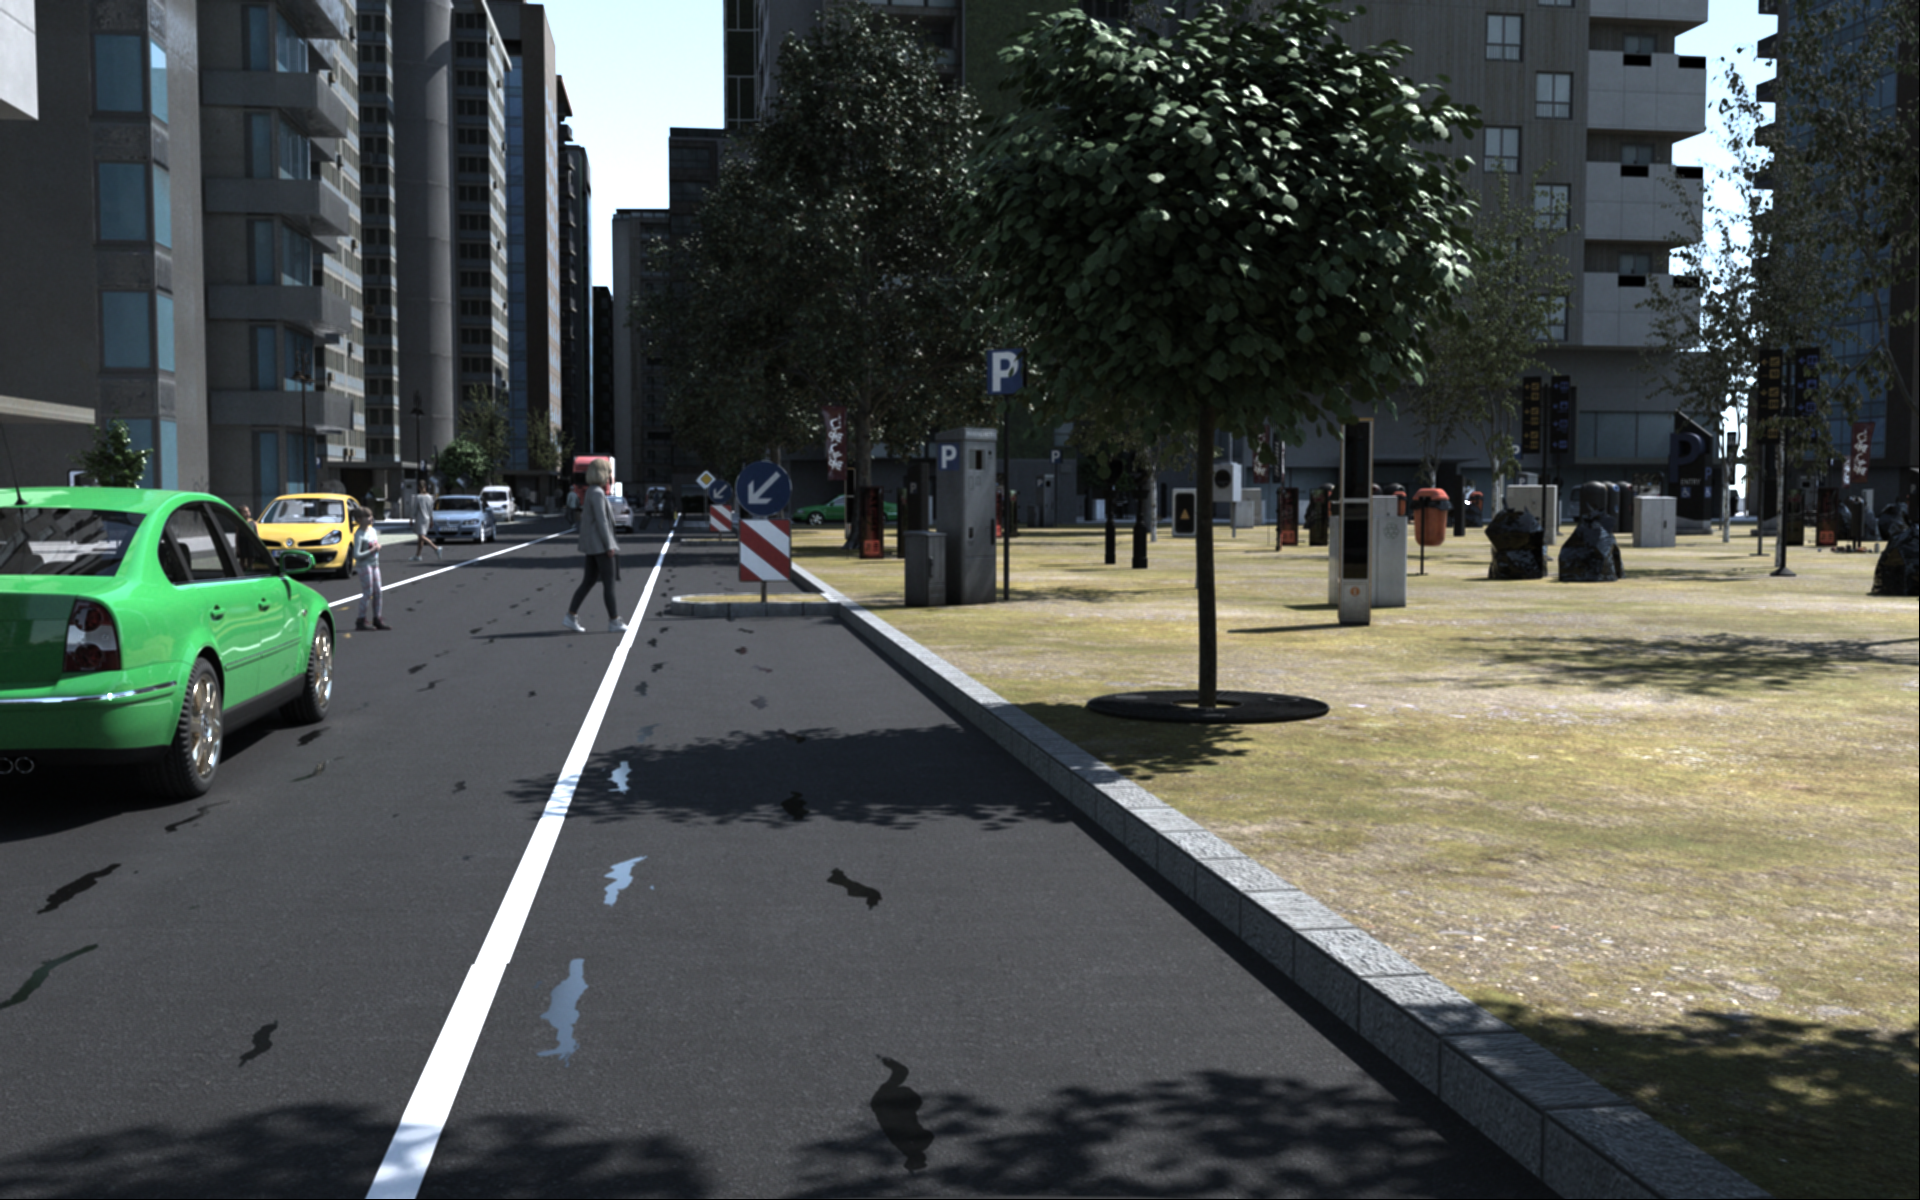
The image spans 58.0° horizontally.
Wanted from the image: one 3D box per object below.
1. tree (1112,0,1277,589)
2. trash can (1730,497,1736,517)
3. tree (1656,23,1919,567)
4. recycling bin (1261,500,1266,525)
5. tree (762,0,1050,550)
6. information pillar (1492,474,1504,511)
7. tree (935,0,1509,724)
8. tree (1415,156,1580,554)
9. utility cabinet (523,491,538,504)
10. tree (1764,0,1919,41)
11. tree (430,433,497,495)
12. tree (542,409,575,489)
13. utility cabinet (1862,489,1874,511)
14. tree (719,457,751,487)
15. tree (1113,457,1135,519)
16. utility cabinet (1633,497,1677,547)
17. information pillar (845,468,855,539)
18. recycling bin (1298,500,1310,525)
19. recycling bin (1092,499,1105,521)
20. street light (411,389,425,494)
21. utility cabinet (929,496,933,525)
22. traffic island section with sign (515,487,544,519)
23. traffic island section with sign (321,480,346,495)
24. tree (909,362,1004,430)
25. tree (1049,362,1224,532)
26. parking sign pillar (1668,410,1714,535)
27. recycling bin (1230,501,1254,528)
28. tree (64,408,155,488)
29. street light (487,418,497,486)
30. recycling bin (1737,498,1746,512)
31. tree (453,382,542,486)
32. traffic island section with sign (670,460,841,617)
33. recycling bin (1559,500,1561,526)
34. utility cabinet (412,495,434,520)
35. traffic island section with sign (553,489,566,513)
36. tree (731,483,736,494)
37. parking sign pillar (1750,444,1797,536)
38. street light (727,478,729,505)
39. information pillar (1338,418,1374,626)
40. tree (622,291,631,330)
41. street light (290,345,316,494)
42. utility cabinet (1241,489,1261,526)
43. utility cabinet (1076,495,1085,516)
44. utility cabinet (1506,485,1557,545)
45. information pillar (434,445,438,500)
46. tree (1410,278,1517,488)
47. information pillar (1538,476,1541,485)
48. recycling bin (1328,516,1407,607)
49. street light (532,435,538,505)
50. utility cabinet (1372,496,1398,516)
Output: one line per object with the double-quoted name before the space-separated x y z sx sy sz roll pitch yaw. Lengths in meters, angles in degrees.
"tree" 3.401 -4.473 23.504 4.360 8.622 3.978 0 3 0
"trash can" 43.630 -5.291 98.159 0.748 1.137 0.748 0 3 0
"tree" 14.200 -4.876 30.079 4.360 8.622 3.978 0 3 0
"recycling bin" 12.138 -3.580 71.083 0.722 1.027 0.722 1 4 19
"tree" -2.166 -7.532 40.164 9.611 12.733 9.660 0 3 0
"information pillar" 19.454 -3.558 62.668 0.304 2.012 0.304 3 5 40
"tree" 1.479 -1.627 10.311 4.285 4.588 4.351 0 3 0
"tree" 11.306 -5.301 37.033 4.737 8.622 4.395 0 3 0
"utility cabinet" -36.547 -8.480 147.333 1.173 1.500 0.318 1 4 11
"tree" 8.886 -3.984 15.507 4.360 8.622 3.978 0 3 0
"tree" -27.931 -6.962 97.542 4.285 4.588 4.351 0 3 0
"tree" -34.888 -11.971 146.089 4.737 8.622 4.395 0 3 0
"utility cabinet" 40.972 -4.253 78.223 0.318 1.500 1.173 1 4 20
"tree" -12.207 -7.132 100.319 4.285 4.588 4.351 0 3 0
"tree" 8.198 -5.707 87.917 1.663 3.219 1.824 0 3 0
"utility cabinet" 16.781 -1.875 41.825 1.020 1.237 0.306 -1 4 -17
"information pillar" -3.118 -2.731 49.141 0.304 2.012 0.304 0 4 -5
"recycling bin" 14.194 -3.633 71.961 0.722 1.027 0.722 -1 4 -19
"recycling bin" 6.521 -4.350 83.684 0.722 1.027 0.722 3 5 41
"street light" -23.942 -6.348 76.580 0.468 5.910 1.993 -1 4 -9
"utility cabinet" -1.594 -3.704 71.718 1.020 1.237 0.306 -3 5 -42
"traffic island section with sign" -25.553 -5.702 101.862 1.989 1.847 2.006 -1 4 -9
"traffic island section with sign" -16.859 -2.317 46.503 1.989 1.847 2.006 -1 4 -9
"tree" -0.088 -7.143 67.153 4.737 8.622 4.395 0 3 0
"tree" 5.916 -8.545 57.832 7.486 12.596 7.792 0 3 0
"parking sign pillar" 23.081 -4.054 54.752 1.447 3.967 1.447 -2 4 -33
"recycling bin" 10.616 -3.221 65.218 0.722 1.027 0.722 0 4 -7
"tree" -18.877 -2.711 38.919 1.663 3.219 1.824 0 3 0
"street light" -28.614 -8.142 105.912 0.468 5.910 1.993 -1 4 -9
"recycling bin" 55.005 -6.710 122.264 0.722 1.027 0.722 1 4 11
"tree" -30.724 -9.931 112.734 4.737 8.622 4.395 0 3 0
"traffic island section with sign" -2.534 -0.766 21.158 1.989 1.847 2.006 -1 4 -9
"recycling bin" 23.553 -3.468 69.262 0.722 1.027 0.722 0 4 -5
"utility cabinet" -26.729 -4.588 86.168 1.020 1.237 0.306 -1 4 -13
"traffic island section with sign" -29.786 -7.349 128.792 1.989 1.847 2.006 -1 4 -9
"tree" -20.763 -9.789 154.655 1.663 3.219 1.824 0 3 0
"parking sign pillar" 25.161 -3.964 53.283 1.447 3.967 1.447 -1 4 -10
"street light" -16.471 -9.169 122.699 0.468 5.910 1.993 -1 4 -9
"information pillar" 3.869 -0.762 16.951 0.304 2.012 0.304 1 4 10
"tree" -6.069 -8.529 56.451 9.611 12.733 9.660 0 3 0
"street light" -20.352 -4.954 53.781 0.468 5.910 1.993 -1 4 -9
"utility cabinet" 11.371 -3.685 68.926 1.173 1.500 0.318 0 4 2
"utility cabinet" 6.909 -5.461 100.441 1.020 1.237 0.306 2 4 32
"utility cabinet" 14.305 -2.122 43.376 1.173 1.500 0.318 2 4 31
"information pillar" -24.803 -5.546 82.033 0.183 3.616 0.504 -2 4 -27
"tree" 15.482 -6.452 55.850 4.360 8.622 3.978 0 3 0
"information pillar" 23.685 -4.031 70.396 0.304 2.012 0.304 -1 4 -21
"recycling bin" 4.685 -0.451 19.927 0.722 1.027 0.722 0 4 -4
"street light" -33.187 -9.953 135.515 0.468 5.910 1.993 -1 4 -9
"utility cabinet" 14.283 -2.906 58.674 1.020 1.237 0.306 0 4 -3
